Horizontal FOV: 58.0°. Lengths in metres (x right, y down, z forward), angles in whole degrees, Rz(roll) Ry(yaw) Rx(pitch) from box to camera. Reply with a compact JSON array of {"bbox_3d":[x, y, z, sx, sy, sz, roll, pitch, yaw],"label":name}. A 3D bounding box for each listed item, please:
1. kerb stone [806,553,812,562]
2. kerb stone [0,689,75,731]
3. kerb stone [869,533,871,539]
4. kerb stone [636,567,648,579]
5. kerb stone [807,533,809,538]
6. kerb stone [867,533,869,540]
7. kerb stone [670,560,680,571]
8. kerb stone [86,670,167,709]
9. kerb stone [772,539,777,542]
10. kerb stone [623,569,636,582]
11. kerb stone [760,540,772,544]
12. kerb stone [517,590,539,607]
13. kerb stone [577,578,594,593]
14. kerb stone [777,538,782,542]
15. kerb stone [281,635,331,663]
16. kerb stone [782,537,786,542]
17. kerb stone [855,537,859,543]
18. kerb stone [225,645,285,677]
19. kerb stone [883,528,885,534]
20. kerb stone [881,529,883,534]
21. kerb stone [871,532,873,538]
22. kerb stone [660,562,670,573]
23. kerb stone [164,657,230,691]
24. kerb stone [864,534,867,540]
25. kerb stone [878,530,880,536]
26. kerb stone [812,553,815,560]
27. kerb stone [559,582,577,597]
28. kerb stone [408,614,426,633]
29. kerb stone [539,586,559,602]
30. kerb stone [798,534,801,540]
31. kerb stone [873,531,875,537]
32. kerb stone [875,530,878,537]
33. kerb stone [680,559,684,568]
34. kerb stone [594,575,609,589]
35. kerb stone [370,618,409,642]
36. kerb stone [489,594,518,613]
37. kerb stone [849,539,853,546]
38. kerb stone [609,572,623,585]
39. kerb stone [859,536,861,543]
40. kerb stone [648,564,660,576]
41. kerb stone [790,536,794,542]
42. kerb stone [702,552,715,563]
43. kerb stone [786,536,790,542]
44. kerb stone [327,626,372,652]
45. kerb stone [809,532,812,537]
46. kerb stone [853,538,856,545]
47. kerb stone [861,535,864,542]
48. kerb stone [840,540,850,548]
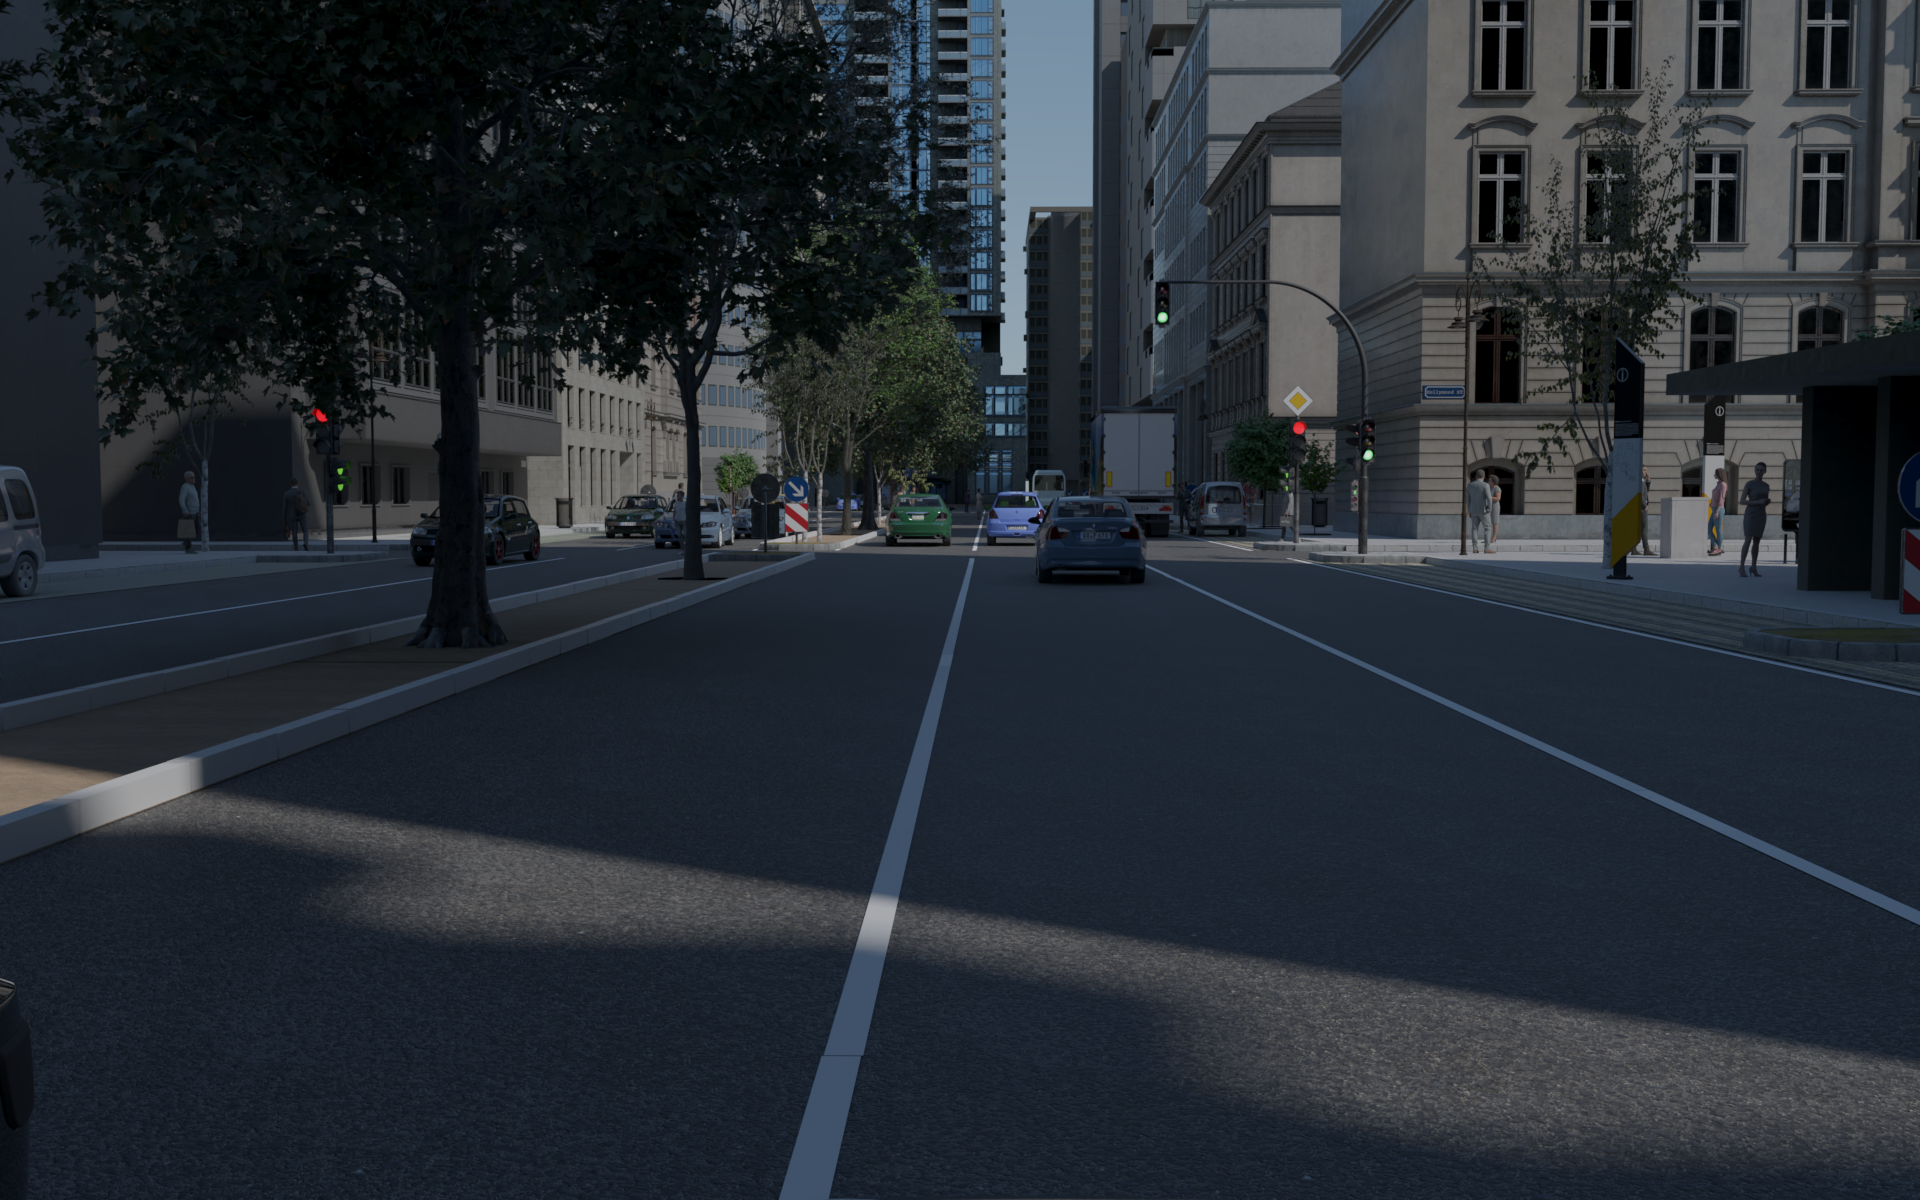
[{"bbox_3d":[-3.274,-0.870,36.469,0.120,0.150,1.000,0,4,1],"label":"kerb stone"},{"bbox_3d":[-5.802,0.691,10.917,0.120,0.150,1.000,0,4,1],"label":"kerb stone"},{"bbox_3d":[-2.967,-1.971,54.474,0.120,0.150,1.000,0,4,1],"label":"kerb stone"},{"bbox_3d":[-5.489,-0.439,29.378,0.120,0.150,1.000,0,4,1],"label":"kerb stone"},{"bbox_3d":[-5.049,-2.039,55.525,0.120,0.150,1.000,0,4,1],"label":"kerb stone"},{"bbox_3d":[-2.990,-1.912,53.450,0.120,0.150,1.000,0,4,1],"label":"kerb stone"},{"bbox_3d":[-5.443,-0.627,32.449,0.120,0.150,1.000,0,4,1],"label":"kerb stone"},{"bbox_3d":[-5.786,0.627,11.939,0.120,0.150,1.000,0,4,1],"label":"kerb stone"},{"bbox_3d":[-5.184,-1.537,47.328,0.120,0.150,1.000,0,4,1],"label":"kerb stone"},{"bbox_3d":[-5.501,-0.377,28.356,0.120,0.150,1.000,0,4,1],"label":"kerb stone"},{"bbox_3d":[-5.211,-1.475,46.306,0.120,0.150,1.000,0,4,1],"label":"kerb stone"},{"bbox_3d":[-5.620,0.001,22.205,0.120,0.150,1.000,0,4,1],"label":"kerb stone"},{"bbox_3d":[-5.560,-0.189,25.284,0.120,0.150,1.000,0,4,1],"label":"kerb stone"},{"bbox_3d":[-5.171,-1.598,48.351,0.120,0.150,1.000,0,4,1],"label":"kerb stone"},{"bbox_3d":[-5.727,0.439,15.023,0.120,0.150,1.000,0,4,1],"label":"kerb stone"},{"bbox_3d":[-5.155,-1.663,49.379,0.120,0.150,1.000,0,4,1],"label":"kerb stone"},{"bbox_3d":[-3.053,-1.660,49.341,0.120,0.150,1.000,0,4,1],"label":"kerb stone"},{"bbox_3d":[-5.739,0.502,13.995,0.120,0.150,1.000,0,4,1],"label":"kerb stone"},{"bbox_3d":[-2.854,-2.412,61.639,0.120,0.150,1.000,0,4,1],"label":"kerb stone"},{"bbox_3d":[-2.862,-2.350,60.616,0.120,0.150,1.000,0,4,1],"label":"kerb stone"},{"bbox_3d":[-2.951,-2.031,55.496,0.120,0.150,1.000,0,4,1],"label":"kerb stone"},{"bbox_3d":[-5.454,-0.564,31.421,0.120,0.150,1.000,0,4,1],"label":"kerb stone"},{"bbox_3d":[-5.766,0.570,12.964,0.120,0.150,1.000,0,4,1],"label":"kerb stone"},{"bbox_3d":[-2.998,-1.847,52.424,0.120,0.150,1.000,0,4,1],"label":"kerb stone"},{"bbox_3d":[-2.898,-2.225,58.570,0.120,0.150,1.000,0,4,1],"label":"kerb stone"},{"bbox_3d":[-3.256,-0.936,37.497,0.120,0.150,1.000,0,4,1],"label":"kerb stone"},{"bbox_3d":[-5.580,-0.122,24.261,0.120,0.150,1.000,0,4,1],"label":"kerb stone"},{"bbox_3d":[-5.682,0.253,18.111,0.120,0.150,1.000,0,4,1],"label":"kerb stone"},{"bbox_3d":[-5.595,-0.060,23.234,0.120,0.150,1.000,0,4,1],"label":"kerb stone"},{"bbox_3d":[-5.093,-1.913,53.473,0.120,0.150,1.000,0,4,1],"label":"kerb stone"},{"bbox_3d":[-2.935,-2.093,56.523,0.120,0.150,1.000,0,4,1],"label":"kerb stone"},{"bbox_3d":[-2.916,-2.162,57.547,0.120,0.150,1.000,0,4,1],"label":"kerb stone"},{"bbox_3d":[-5.416,-0.685,33.471,0.120,0.150,1.000,0,4,1],"label":"kerb stone"},{"bbox_3d":[-5.547,-0.251,26.306,0.120,0.150,1.000,0,4,1],"label":"kerb stone"},{"bbox_3d":[-5.690,0.313,17.079,0.120,0.150,1.000,0,4,1],"label":"kerb stone"},{"bbox_3d":[-5.628,0.062,21.183,0.120,0.150,1.000,0,4,1],"label":"kerb stone"},{"bbox_3d":[-3.093,-1.534,47.295,0.120,0.150,1.000,0,4,1],"label":"kerb stone"},{"bbox_3d":[-5.523,-0.309,27.334,0.120,0.150,1.000,0,4,1],"label":"kerb stone"},{"bbox_3d":[-3.037,-1.718,50.364,0.120,0.150,1.000,0,4,1],"label":"kerb stone"},{"bbox_3d":[-5.467,-0.502,30.399,0.120,0.150,1.000,0,4,1],"label":"kerb stone"},{"bbox_3d":[-5.117,-1.788,51.428,0.120,0.150,1.000,0,4,1],"label":"kerb stone"},{"bbox_3d":[-5.370,-0.876,36.541,0.120,0.150,1.000,0,4,1],"label":"kerb stone"},{"bbox_3d":[-5.139,-1.722,50.401,0.120,0.150,1.000,0,4,1],"label":"kerb stone"},{"bbox_3d":[-5.715,0.375,16.057,0.120,0.150,1.000,0,4,1],"label":"kerb stone"},{"bbox_3d":[-5.031,-2.097,56.557,0.120,0.150,1.000,0,4,1],"label":"kerb stone"},{"bbox_3d":[-3.074,-1.598,48.317,0.120,0.150,1.000,0,4,1],"label":"kerb stone"},{"bbox_3d":[-3.024,-1.786,51.391,0.120,0.150,1.000,0,4,1],"label":"kerb stone"},{"bbox_3d":[-3.108,-1.472,46.270,0.120,0.150,1.000,0,4,1],"label":"kerb stone"}]
